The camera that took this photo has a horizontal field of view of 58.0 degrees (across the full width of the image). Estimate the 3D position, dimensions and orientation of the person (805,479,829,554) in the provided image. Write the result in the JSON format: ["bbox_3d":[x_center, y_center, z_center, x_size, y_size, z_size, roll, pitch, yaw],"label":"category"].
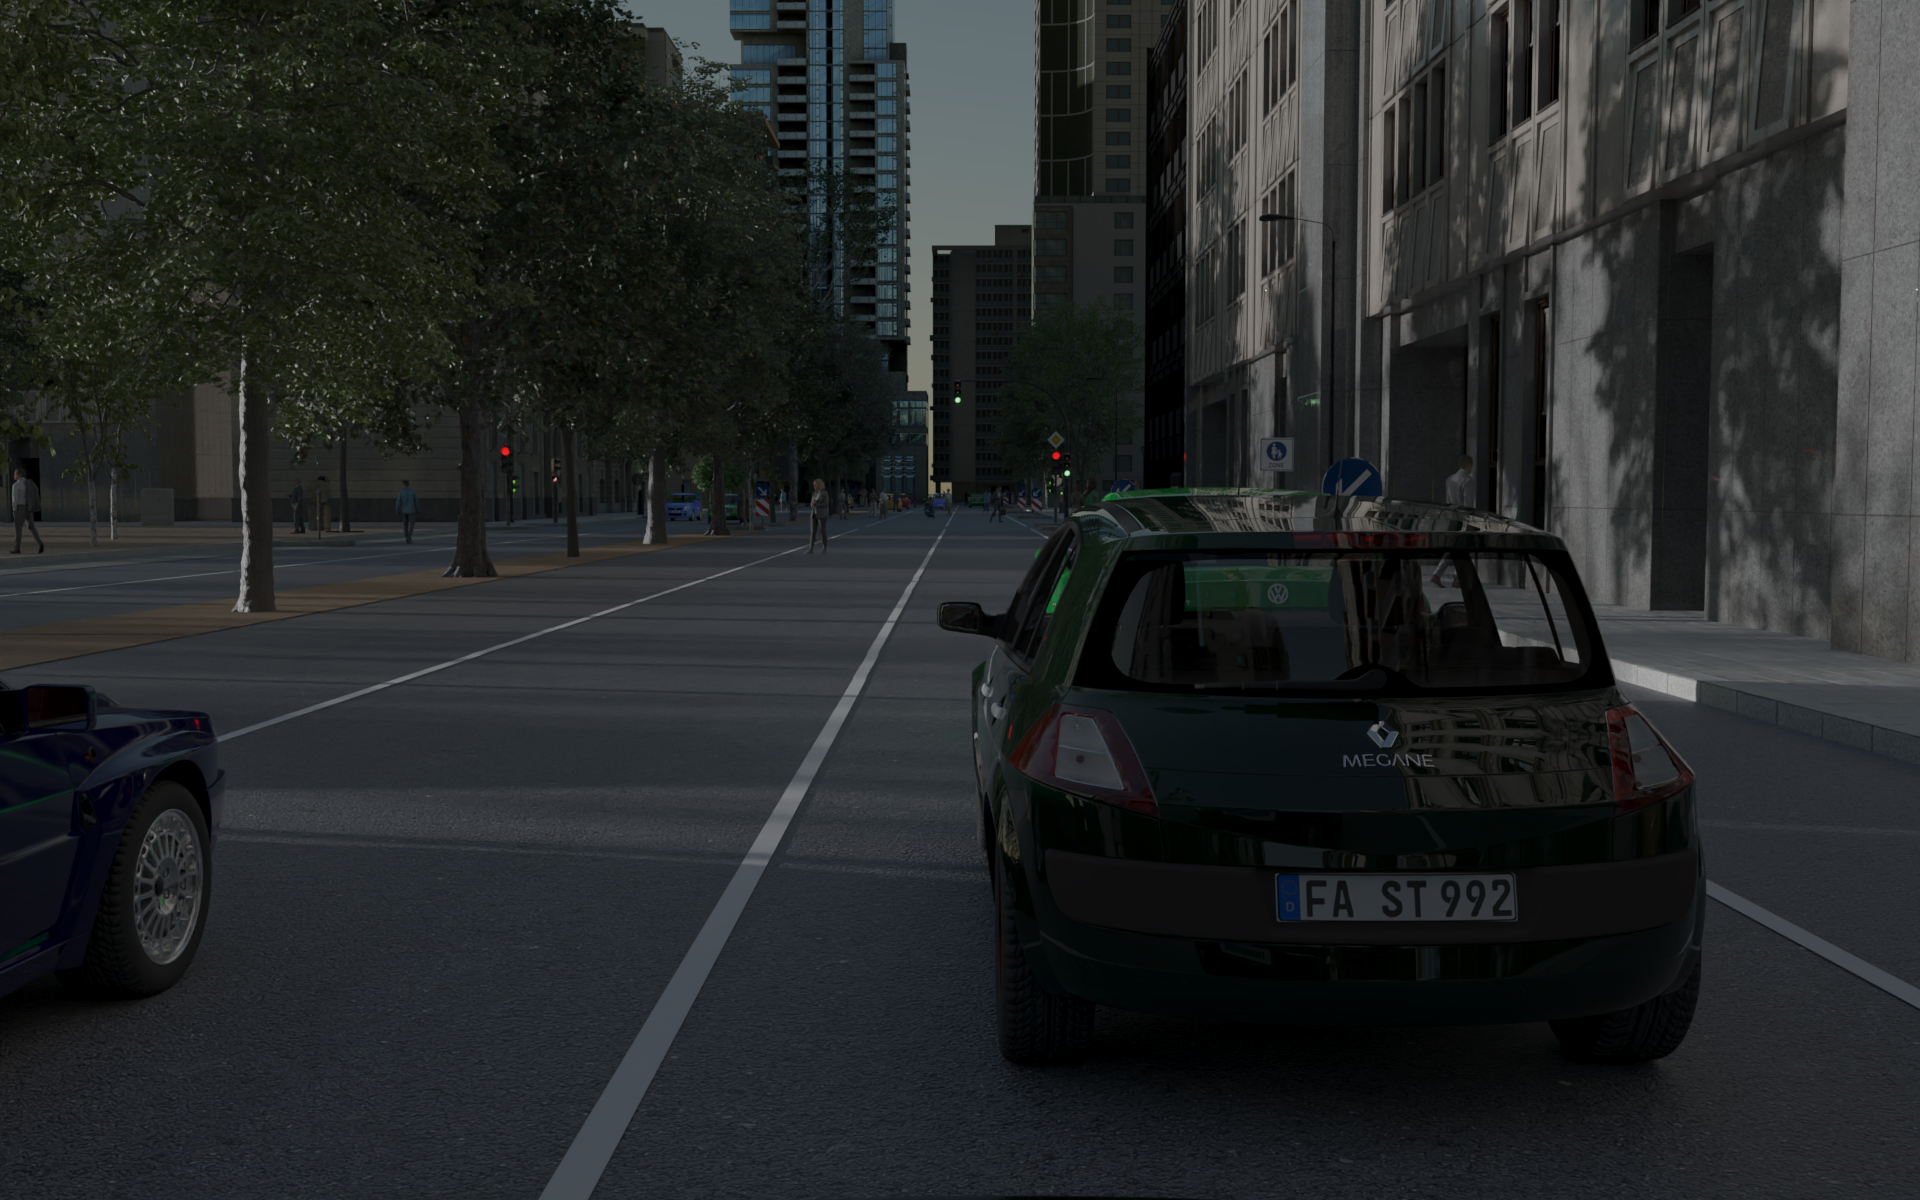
[{"bbox_3d":[-3.401,-2.015,41.637,0.537,1.800,0.526,3,5,44],"label":"person"}]

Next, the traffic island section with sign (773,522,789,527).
[{"bbox_3d":[-8.690,-4.205,76.890,2.006,1.907,1.989,0,4,0],"label":"traffic island section with sign"}]

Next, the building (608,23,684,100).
[{"bbox_3d":[-49.047,-41.226,216.041,28.212,58.520,21.231,0,4,0],"label":"building"}]

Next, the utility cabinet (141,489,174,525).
[{"bbox_3d":[-32.535,-3.764,70.212,1.173,1.500,0.318,-1,4,-9],"label":"utility cabinet"}]

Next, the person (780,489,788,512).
[{"bbox_3d":[-13.943,-7.861,136.896,0.638,1.841,0.748,-3,5,-41],"label":"person"}]

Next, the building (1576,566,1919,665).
[{"bbox_3d":[13.233,-12.433,21.296,12.078,24.808,19.932,0,4,0],"label":"building"}]

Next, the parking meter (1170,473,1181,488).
[{"bbox_3d":[5.871,-2.536,47.182,0.255,1.863,0.399,1,4,17],"label":"parking meter"}]

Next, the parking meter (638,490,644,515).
[{"bbox_3d":[-19.700,-6.030,106.997,0.372,1.533,0.369,0,3,0],"label":"parking meter"}]

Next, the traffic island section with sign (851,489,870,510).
[{"bbox_3d":[-8.485,-8.801,152.028,2.006,1.907,1.989,0,4,0],"label":"traffic island section with sign"}]

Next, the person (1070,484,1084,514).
[{"bbox_3d":[3.961,-3.058,59.053,0.519,1.759,0.362,-1,4,-20],"label":"person"}]

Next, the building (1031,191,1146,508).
[{"bbox_3d":[13.954,-24.345,169.737,14.160,30.474,14.107,0,4,0],"label":"building"}]

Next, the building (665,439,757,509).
[{"bbox_3d":[-35.162,-19.687,166.927,27.650,21.520,28.899,0,4,0],"label":"building"}]

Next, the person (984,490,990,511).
[{"bbox_3d":[2.331,-8.611,149.490,0.583,1.804,0.606,1,4,15],"label":"person"}]

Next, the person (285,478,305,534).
[{"bbox_3d":[-21.502,-3.046,56.020,0.590,1.801,0.661,-2,4,-26],"label":"person"}]

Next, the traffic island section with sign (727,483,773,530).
[{"bbox_3d":[-8.721,-3.752,69.483,2.006,1.907,1.989,0,4,0],"label":"traffic island section with sign"}]

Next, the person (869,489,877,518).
[{"bbox_3d":[-5.170,-5.762,103.253,0.519,1.759,0.362,0,4,2],"label":"person"}]

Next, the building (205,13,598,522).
[{"bbox_3d":[-27.138,-17.884,89.673,12.463,27.353,25.104,0,4,0],"label":"building"}]

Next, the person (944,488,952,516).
[{"bbox_3d":[-0.741,-6.336,112.324,0.478,1.798,0.641,3,5,40],"label":"person"}]

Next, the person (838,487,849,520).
[{"bbox_3d":[-6.545,-5.418,97.279,0.583,1.804,0.606,2,4,35],"label":"person"}]

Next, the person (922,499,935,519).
[{"bbox_3d":[-1.827,-5.223,99.399,0.738,1.151,1.012,2,4,33],"label":"person"}]

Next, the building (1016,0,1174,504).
[{"bbox_3d":[17.568,-47.487,214.656,20.563,71.187,20.611,0,4,0],"label":"building"}]

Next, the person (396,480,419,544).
[{"bbox_3d":[-16.054,-2.561,50.238,0.638,1.841,0.748,0,4,-1],"label":"person"}]

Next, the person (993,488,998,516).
[{"bbox_3d":[2.439,-6.361,112.419,0.656,1.842,0.836,-2,4,-32],"label":"person"}]

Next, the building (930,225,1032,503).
[{"bbox_3d":[7.679,-34.300,252.692,23.993,40.220,32.217,0,4,0],"label":"building"}]

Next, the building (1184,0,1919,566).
[{"bbox_3d":[12.706,-13.662,41.393,12.078,24.808,19.932,0,4,0],"label":"building"}]

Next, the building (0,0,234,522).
[{"bbox_3d":[-46.185,-16.250,83.709,19.932,24.808,12.078,0,4,0],"label":"building"}]

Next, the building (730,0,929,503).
[{"bbox_3d":[-20.091,-57.099,246.244,31.000,86.520,22.319,0,4,0],"label":"building"}]

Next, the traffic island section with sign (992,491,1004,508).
[{"bbox_3d":[4.585,-10.439,179.308,1.989,1.847,2.006,0,4,0],"label":"traffic island section with sign"}]

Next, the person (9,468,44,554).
[{"bbox_3d":[-20.109,-1.906,37.308,0.850,1.850,0.679,1,4,16],"label":"person"}]

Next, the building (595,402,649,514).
[{"bbox_3d":[-28.735,-18.381,119.617,14.460,24.649,34.723,0,4,0],"label":"building"}]

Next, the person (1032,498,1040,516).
[{"bbox_3d":[4.845,-6.227,110.672,0.624,1.780,0.694,0,4,-4],"label":"person"}]

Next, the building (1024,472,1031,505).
[{"bbox_3d":[21.463,-21.187,191.452,27.650,21.520,28.899,0,4,0],"label":"building"}]

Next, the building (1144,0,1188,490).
[{"bbox_3d":[13.389,-14.079,59.865,12.332,23.373,15.834,0,4,0],"label":"building"}]

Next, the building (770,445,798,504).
[{"bbox_3d":[-27.878,-27.418,219.993,14.107,30.474,14.160,0,4,0],"label":"building"}]

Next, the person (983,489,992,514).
[{"bbox_3d":[1.883,-6.913,121.793,0.793,1.790,0.793,0,4,-2],"label":"person"}]

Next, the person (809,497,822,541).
[{"bbox_3d":[-4.288,-2.625,52.416,0.512,1.701,0.522,-1,4,-16],"label":"person"}]

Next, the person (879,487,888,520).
[{"bbox_3d":[-4.254,-5.314,95.601,0.478,1.798,0.641,-2,4,-30],"label":"person"}]

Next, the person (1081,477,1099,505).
[{"bbox_3d":[2.858,-1.754,37.421,0.529,1.795,0.600,0,4,3],"label":"person"}]

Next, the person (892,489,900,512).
[{"bbox_3d":[-5.071,-7.812,136.405,0.661,1.801,0.590,-2,4,-35],"label":"person"}]

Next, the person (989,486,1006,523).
[{"bbox_3d":[1.893,-4.809,87.086,0.622,1.834,0.822,-3,5,-40],"label":"person"}]

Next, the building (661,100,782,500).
[{"bbox_3d":[-32.044,-33.058,195.117,22.147,44.769,28.867,0,4,0],"label":"building"}]
